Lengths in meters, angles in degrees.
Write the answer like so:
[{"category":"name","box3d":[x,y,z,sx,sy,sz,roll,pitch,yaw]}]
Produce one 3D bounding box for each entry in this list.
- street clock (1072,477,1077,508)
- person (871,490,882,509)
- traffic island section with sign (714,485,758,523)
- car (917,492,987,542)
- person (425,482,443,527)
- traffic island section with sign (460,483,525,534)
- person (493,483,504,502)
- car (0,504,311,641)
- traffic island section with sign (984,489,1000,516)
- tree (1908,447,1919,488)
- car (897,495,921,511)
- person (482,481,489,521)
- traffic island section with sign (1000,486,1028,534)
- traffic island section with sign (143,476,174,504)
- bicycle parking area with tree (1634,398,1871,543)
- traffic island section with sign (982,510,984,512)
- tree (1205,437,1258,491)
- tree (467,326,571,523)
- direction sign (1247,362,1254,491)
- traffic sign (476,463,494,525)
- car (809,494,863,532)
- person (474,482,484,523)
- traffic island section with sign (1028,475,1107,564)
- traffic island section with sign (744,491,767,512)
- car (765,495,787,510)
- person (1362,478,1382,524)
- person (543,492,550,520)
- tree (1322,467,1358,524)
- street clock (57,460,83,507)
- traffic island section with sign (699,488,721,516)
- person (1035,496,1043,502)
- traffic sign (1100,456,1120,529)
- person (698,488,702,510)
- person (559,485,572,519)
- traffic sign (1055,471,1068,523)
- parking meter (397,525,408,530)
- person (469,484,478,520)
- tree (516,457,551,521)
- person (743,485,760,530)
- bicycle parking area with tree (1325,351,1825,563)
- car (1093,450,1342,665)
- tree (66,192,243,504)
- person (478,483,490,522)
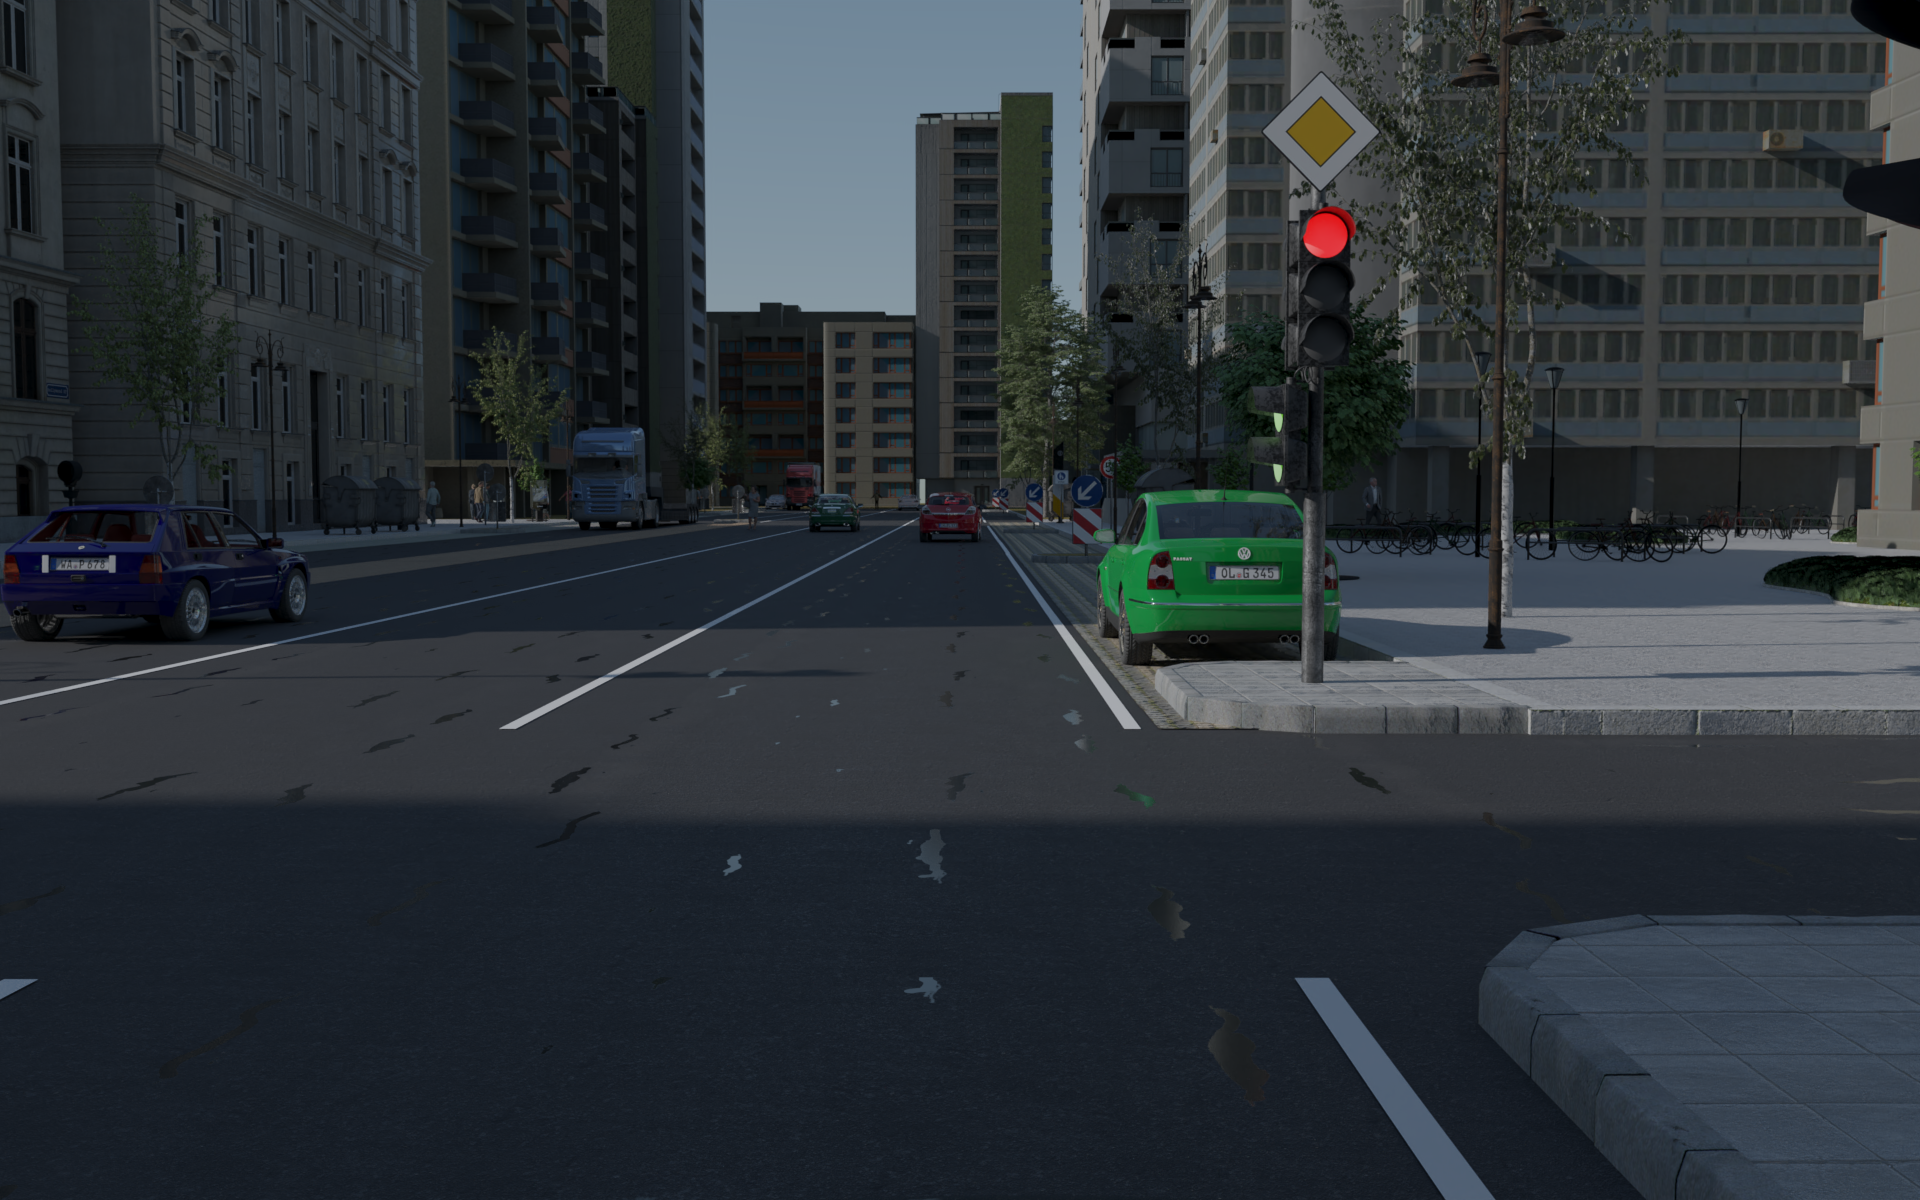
[{"category":"street clock","box3d":[4.902,-4.154,72.493,0.358,2.002,0.471,-2,4,-27]},{"category":"person","box3d":[-7.753,-9.320,160.974,1.348,1.812,0.705,2,4,32]},{"category":"traffic island section with sign","box3d":[-11.178,-4.802,86.647,2.006,1.907,1.989,0,4,0]},{"category":"car","box3d":[-0.264,-2.691,53.031,2.155,1.783,4.494,0,4,2]},{"category":"person","box3d":[-20.516,-3.737,67.635,0.515,1.767,0.782,1,4,23]},{"category":"traffic island section with sign","box3d":[-17.041,-3.352,63.429,1.989,1.847,2.006,0,4,0]},{"category":"person","box3d":[-22.396,-4.771,84.150,0.635,1.810,0.391,0,4,3]},{"category":"car","box3d":[-8.278,-0.344,18.206,1.945,1.354,3.894,0,4,1]},{"category":"traffic island section with sign","box3d":[2.736,-6.422,113.623,1.989,1.847,2.006,0,4,0]},{"category":"tree","box3d":[17.366,-2.205,30.651,1.663,3.219,1.824,0,3,0]},{"category":"car","box3d":[-4.445,-8.486,151.108,2.083,1.381,4.827,0,4,0]},{"category":"person","box3d":[-22.391,-4.657,81.542,0.474,1.900,0.648,0,4,-3]},{"category":"traffic island section with sign","box3d":[2.582,-3.348,63.361,1.989,1.847,2.006,0,4,0]},{"category":"traffic island section with sign","box3d":[-17.108,-1.703,36.474,1.989,1.847,2.006,0,4,0]},{"category":"bicycle parking area with tree","box3d":[25.991,-3.988,52.212,8.231,4.147,9.016,0,4,6]},{"category":"traffic island section with sign","box3d":[2.814,-8.121,141.403,1.989,1.847,2.006,0,4,0]},{"category":"tree","box3d":[9.343,-3.937,58.966,1.663,3.219,1.824,0,3,0]},{"category":"tree","box3d":[-19.655,-7.725,76.669,4.737,8.622,4.395,0,3,0]},{"category":"direction sign","box3d":[4.900,-2.268,29.081,0.379,3.537,0.876,1,4,22]},{"category":"traffic sign","box3d":[-19.567,-4.357,71.348,0.768,2.556,0.104,1,4,8]},{"category":"car","box3d":[-4.828,-3.376,66.993,2.131,1.459,4.920,0,4,-1]},{"category":"person","box3d":[-21.489,-4.377,77.524,0.656,1.842,0.836,1,4,10]},{"category":"traffic island section with sign","box3d":[2.507,-1.699,36.405,1.989,1.847,2.006,0,4,0]},{"category":"traffic island section with sign","box3d":[-16.812,-8.128,141.524,1.989,1.847,2.006,0,4,0]},{"category":"car","box3d":[-16.954,-9.064,160.561,2.083,1.381,4.827,0,4,0]},{"category":"person","box3d":[12.429,-2.782,51.932,0.661,1.777,0.834,-1,4,-22]},{"category":"person","box3d":[-20.295,-4.798,84.713,0.641,1.798,0.478,-3,4,-38]},{"category":"tree","box3d":[12.433,-3.930,58.852,1.663,3.219,1.824,0,3,0]},{"category":"street clock","box3d":[-19.155,-2.003,37.316,0.471,2.002,0.358,1,4,17]},{"category":"traffic island section with sign","box3d":[-16.890,-6.480,114.569,1.989,1.847,2.006,0,4,0]},{"category":"person","box3d":[6.165,-8.117,138.718,1.348,1.831,0.705,-1,4,-16]},{"category":"traffic sign","box3d":[5.023,-3.508,57.465,0.768,2.556,0.104,0,4,3]},{"category":"person","box3d":[-20.614,-8.002,136.855,0.705,1.826,1.348,0,4,5]},{"category":"person","box3d":[-20.435,-5.105,90.227,1.217,1.743,0.721,2,4,33]},{"category":"traffic sign","box3d":[4.413,-4.484,75.441,0.606,2.300,0.079,0,4,4]},{"category":"parking meter","box3d":[-19.851,-3.257,61.660,0.372,1.533,0.369,0,3,0]},{"category":"person","box3d":[-24.118,-4.870,86.086,0.576,1.772,0.534,-2,4,-31]},{"category":"tree","box3d":[-20.166,-5.400,82.899,1.663,3.219,1.824,0,3,0]},{"category":"person","box3d":[-8.379,-3.695,69.269,0.716,1.782,0.532,1,4,21]},{"category":"bicycle parking area with tree","box3d":[12.082,-3.061,37.043,8.231,4.147,9.016,-3,5,-42]},{"category":"car","box3d":[2.241,-0.427,15.783,1.959,1.807,4.718,0,4,0]},{"category":"tree","box3d":[-19.412,-5.625,42.338,4.737,8.622,4.395,0,3,0]},{"category":"person","box3d":[-21.958,-4.513,80.178,0.623,1.781,0.721,1,4,19]}]
